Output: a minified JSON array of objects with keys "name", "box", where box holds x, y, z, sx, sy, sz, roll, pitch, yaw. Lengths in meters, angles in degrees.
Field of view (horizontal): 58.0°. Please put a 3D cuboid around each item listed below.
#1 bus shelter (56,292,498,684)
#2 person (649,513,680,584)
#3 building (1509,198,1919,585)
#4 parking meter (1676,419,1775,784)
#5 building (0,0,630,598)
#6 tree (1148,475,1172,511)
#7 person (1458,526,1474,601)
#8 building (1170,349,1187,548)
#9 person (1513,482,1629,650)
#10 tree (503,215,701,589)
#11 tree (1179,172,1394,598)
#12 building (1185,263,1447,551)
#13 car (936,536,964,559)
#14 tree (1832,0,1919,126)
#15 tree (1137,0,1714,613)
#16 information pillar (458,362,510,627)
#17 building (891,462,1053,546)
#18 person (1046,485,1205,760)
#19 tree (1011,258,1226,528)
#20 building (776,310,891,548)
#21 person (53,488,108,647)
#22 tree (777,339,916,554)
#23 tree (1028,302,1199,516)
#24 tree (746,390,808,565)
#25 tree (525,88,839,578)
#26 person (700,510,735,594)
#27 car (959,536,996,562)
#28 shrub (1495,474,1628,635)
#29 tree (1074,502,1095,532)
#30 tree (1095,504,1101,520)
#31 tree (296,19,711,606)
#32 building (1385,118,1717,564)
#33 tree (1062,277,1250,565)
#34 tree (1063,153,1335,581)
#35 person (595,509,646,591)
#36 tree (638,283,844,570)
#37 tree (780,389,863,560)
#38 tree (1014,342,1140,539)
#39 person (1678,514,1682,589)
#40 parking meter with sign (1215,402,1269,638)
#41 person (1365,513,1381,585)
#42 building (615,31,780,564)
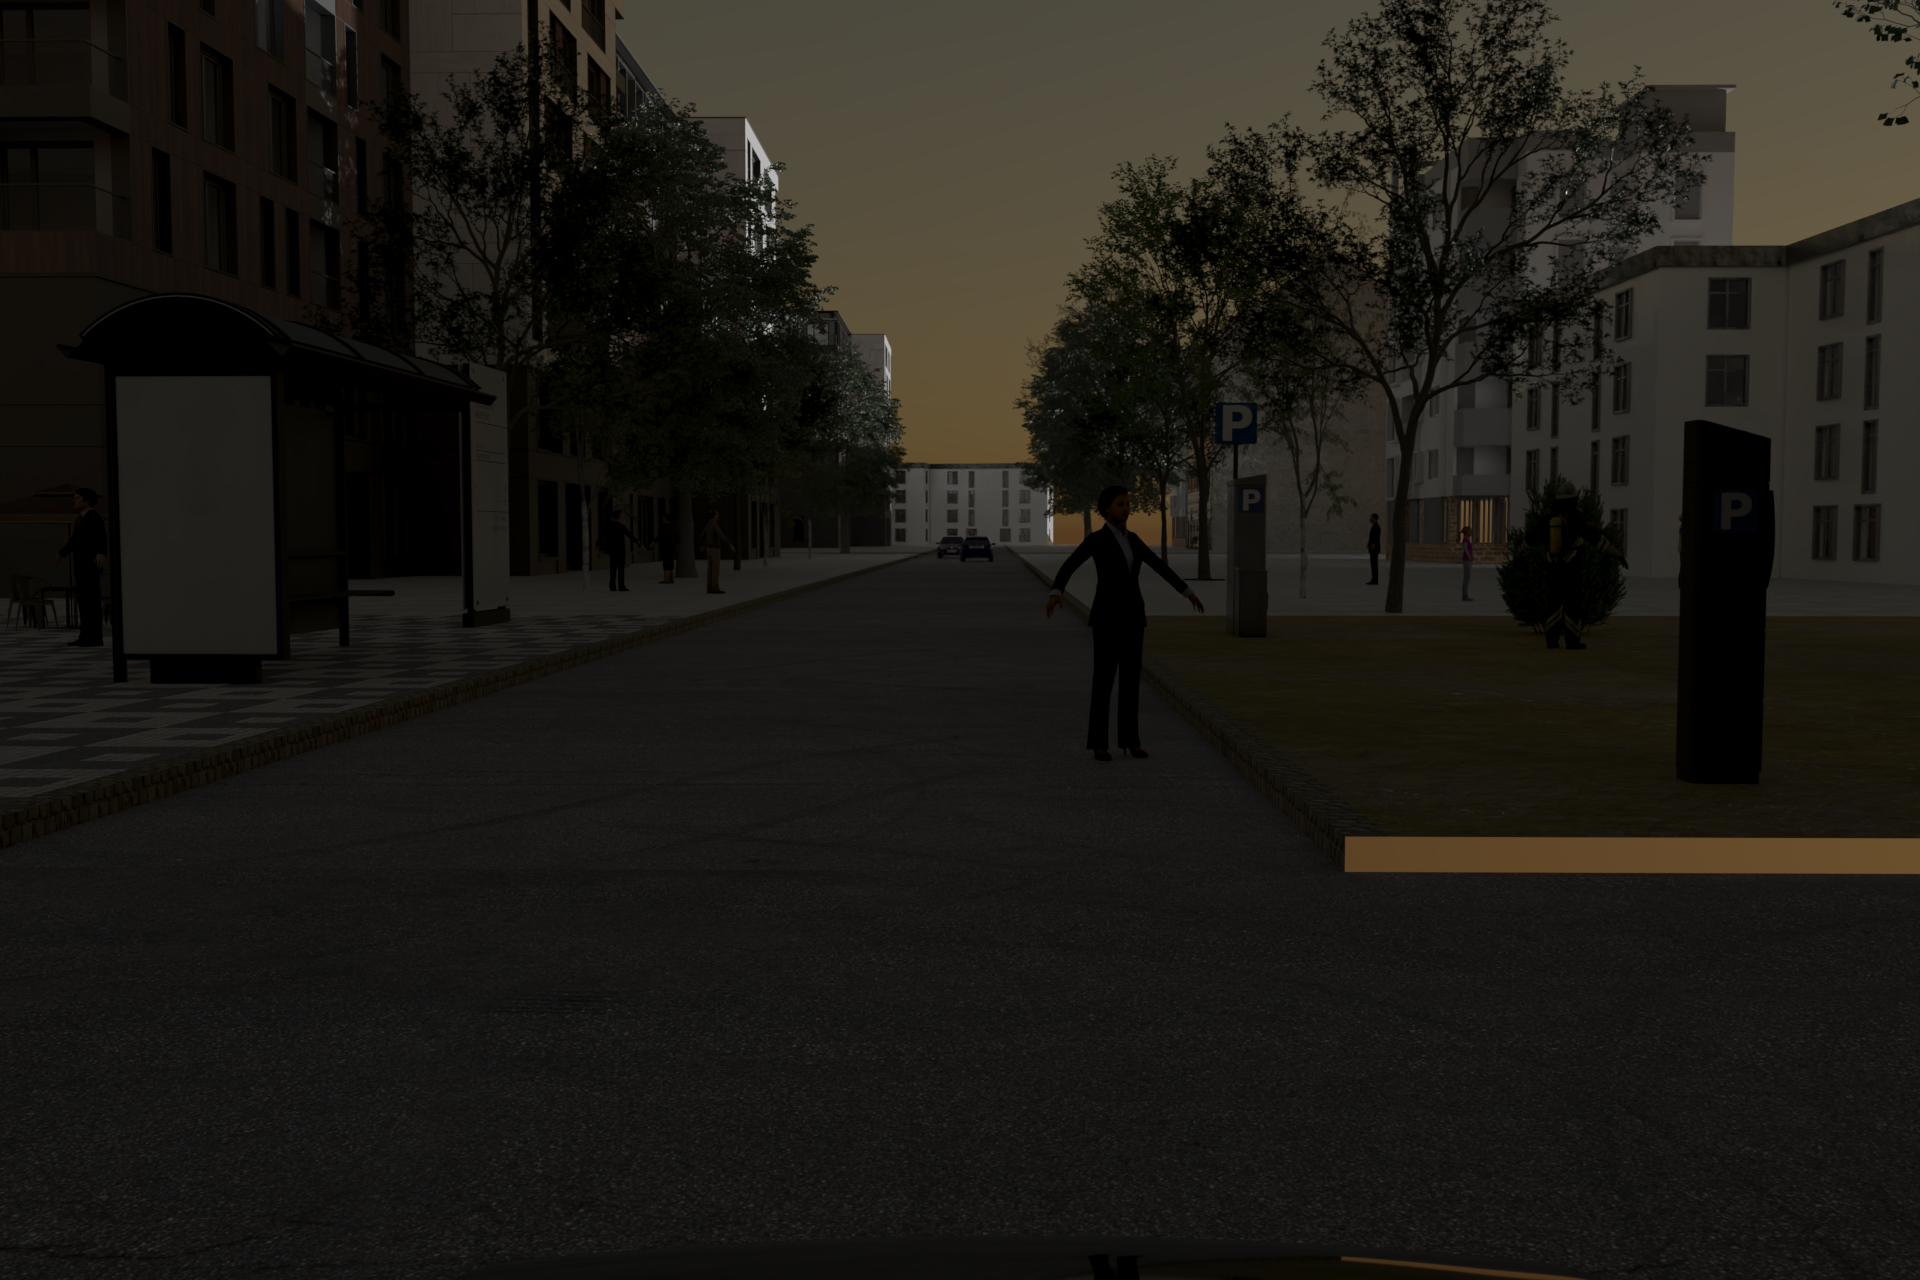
[{"name":"bus shelter","box":[-6.445,-1.429,17.291,2.014,3.302,5.546,0,4,2]},{"name":"person","box":[-7.587,-2.366,44.822,0.704,1.812,1.346,2,4,23]},{"name":"building","box":[24.784,-6.636,50.638,9.099,9.664,28.070,0,4,1]},{"name":"parking meter","box":[3.957,-0.198,8.956,0.399,1.863,0.255,0,4,2]},{"name":"building","box":[-27.065,-12.621,50.321,27.936,21.610,32.646,0,4,2]},{"name":"tree","box":[26.222,-17.707,199.879,12.009,13.543,11.850,0,3,0]},{"name":"person","box":[9.796,-1.467,33.249,0.599,1.433,0.991,1,4,19]},{"name":"building","box":[26.272,-19.378,173.257,16.016,20.090,11.380,0,4,1]},{"name":"person","box":[6.776,-0.830,19.357,0.705,1.856,1.354,-3,5,-43]},{"name":"tree","box":[-8.889,-5.482,39.996,4.360,8.622,3.978,0,3,0]},{"name":"tree","box":[7.073,-5.152,34.592,4.360,8.622,3.978,0,3,0]},{"name":"building","box":[29.011,-19.099,143.194,19.493,23.208,18.063,0,4,1]},{"name":"car","box":[-0.448,-5.507,102.619,1.945,1.354,3.894,0,4,1]},{"name":"tree","box":[19.947,-10.489,27.389,12.611,20.169,13.585,0,3,0]},{"name":"tree","box":[7.034,-5.698,27.571,8.767,10.594,7.601,0,4,2]},{"name":"information pillar","box":[-6.714,-2.029,24.492,0.184,3.620,1.656,0,4,2]},{"name":"building","box":[-3.409,-15.848,203.723,28.070,9.664,9.099,1,4,10]},{"name":"person","box":[1.042,-0.111,10.992,1.216,1.740,0.721,-2,4,-31]},{"name":"tree","box":[7.300,-10.198,77.113,12.009,13.543,11.850,0,3,0]},{"name":"building","box":[-21.589,-20.232,174.776,27.936,21.610,32.646,0,4,0]},{"name":"person","box":[-9.993,-0.831,19.780,1.347,1.806,0.705,3,5,43]},{"name":"tree","box":[-7.426,-12.602,112.706,9.857,13.997,8.962,0,3,0]},{"name":"tree","box":[8.283,-11.349,92.211,9.857,13.997,8.962,0,3,0]},{"name":"tree","box":[-7.948,-7.340,70.370,4.737,8.622,4.395,0,3,0]},{"name":"tree","box":[-8.010,-8.785,50.294,9.857,13.997,8.962,0,3,0]},{"name":"person","box":[-5.290,-1.901,37.354,0.705,1.796,1.348,-3,5,-39]},{"name":"car","box":[0.892,-4.753,90.288,1.945,1.354,3.894,0,4,1]},{"name":"shrub","box":[7.704,-1.110,22.190,1.661,2.075,1.752,0,3,0]},{"name":"tree","box":[15.147,-15.409,202.307,4.360,8.622,3.978,0,3,0]},{"name":"tree","box":[16.936,-15.131,197.750,4.737,8.622,4.395,0,3,0]},{"name":"tree","box":[-7.930,-5.895,30.803,7.601,10.594,8.767,-2,4,-33]},{"name":"building","box":[26.447,-14.001,85.332,16.016,20.090,11.380,0,4,1]},{"name":"tree","box":[7.194,-7.873,63.134,7.601,10.594,8.767,-1,4,-23]},{"name":"tree","box":[6.651,-7.454,47.623,9.928,11.665,9.643,0,3,0]},{"name":"person","box":[-7.677,-2.016,38.888,1.347,1.837,0.705,2,4,24]},{"name":"tree","box":[-7.700,-7.755,61.213,8.767,10.594,7.601,2,4,26]},{"name":"tree","box":[-7.731,-8.329,86.537,4.360,8.622,3.978,0,3,0]},{"name":"tree","box":[8.042,-12.354,108.649,9.857,13.997,8.962,0,3,0]},{"name":"person","box":[17.043,-2.085,40.556,0.721,1.772,1.216,2,4,24]},{"name":"parking meter with sign","box":[3.653,-1.586,22.195,0.543,3.016,1.738,0,4,0]},{"name":"person","box":[10.464,-2.302,43.865,0.704,1.802,1.346,0,4,8]},{"name":"building","box":[-24.405,-14.628,83.138,27.936,21.610,32.646,0,4,0]}]
